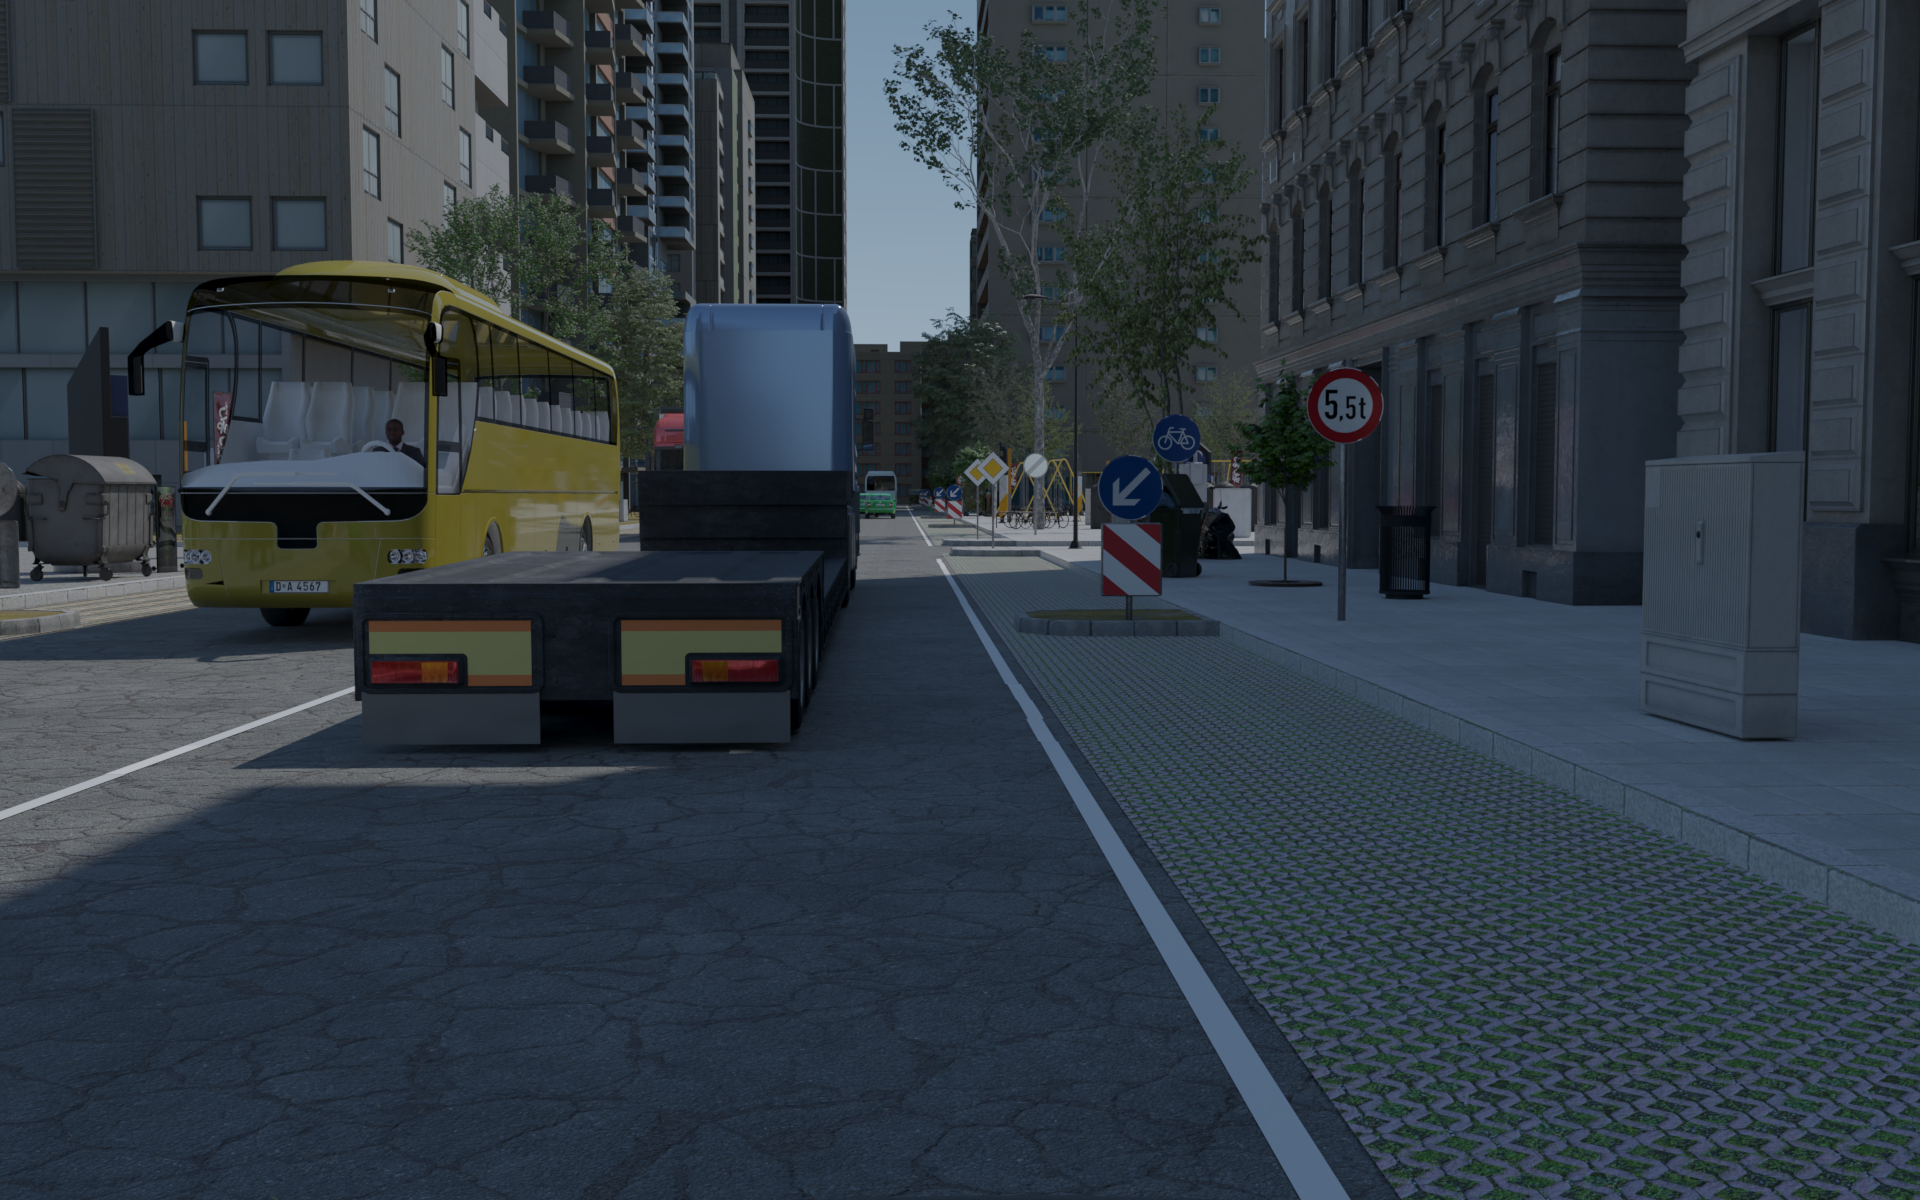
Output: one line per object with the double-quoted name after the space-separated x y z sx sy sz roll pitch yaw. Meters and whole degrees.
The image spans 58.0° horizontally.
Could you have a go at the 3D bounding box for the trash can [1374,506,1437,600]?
5.460 -0.587 21.245 0.748 1.137 0.748 0 3 0 "trash can"

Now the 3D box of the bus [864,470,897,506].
-6.685 -9.241 145.952 2.948 3.499 13.247 0 4 -3 "bus"

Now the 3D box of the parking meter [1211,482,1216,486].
12.195 -4.787 83.977 0.255 1.863 0.399 3 4 39 "parking meter"

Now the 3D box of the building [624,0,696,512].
-31.781 -50.421 137.053 22.319 86.520 31.000 0 4 -2 "building"

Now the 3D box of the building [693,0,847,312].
-24.816 -47.710 218.304 20.611 71.187 20.563 0 4 -2 "building"

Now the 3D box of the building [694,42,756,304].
-33.090 -34.257 183.797 21.600 48.544 21.300 0 4 -2 "building"

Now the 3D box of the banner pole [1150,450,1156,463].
11.613 -6.948 103.619 0.401 3.779 0.863 2 4 24 "banner pole"

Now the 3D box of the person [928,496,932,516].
-1.911 -5.985 110.595 0.306 1.304 0.590 1 4 15 "person"

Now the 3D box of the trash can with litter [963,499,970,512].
0.705 -6.892 124.066 1.055 1.170 0.624 0 4 3 "trash can with litter"

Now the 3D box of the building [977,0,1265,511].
12.477 -31.735 142.576 21.300 48.544 21.600 0 4 -2 "building"

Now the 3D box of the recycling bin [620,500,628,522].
-15.816 -4.134 80.147 0.722 1.027 0.722 0 4 4 "recycling bin"

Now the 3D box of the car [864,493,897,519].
-4.674 -5.670 101.494 1.959 1.807 4.718 0 4 -3 "car"

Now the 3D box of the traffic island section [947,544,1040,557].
0.797 -1.133 40.800 2.009 0.180 2.903 0 4 -2 "traffic island section"

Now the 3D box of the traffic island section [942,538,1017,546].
0.517 -1.621 48.780 2.009 0.180 2.903 0 4 -2 "traffic island section"

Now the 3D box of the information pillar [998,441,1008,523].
1.911 -5.180 76.044 0.183 3.616 0.504 -3 5 -41 "information pillar"

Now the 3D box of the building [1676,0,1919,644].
12.779 -11.018 9.029 11.050 23.489 19.941 0 4 -2 "building"

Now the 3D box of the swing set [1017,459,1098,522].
4.368 -4.911 77.923 2.862 2.851 3.119 0 4 -8 "swing set"

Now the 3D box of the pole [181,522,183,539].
-21.833 -3.358 48.740 0.158 3.312 0.155 0 3 0 "pole"

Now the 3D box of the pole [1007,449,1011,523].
2.208 -5.133 77.760 0.158 3.312 0.155 0 3 0 "pole"

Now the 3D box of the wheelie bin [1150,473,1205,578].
3.292 -1.149 26.700 0.693 1.594 0.980 3 5 44 "wheelie bin"

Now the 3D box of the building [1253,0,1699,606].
11.396 -10.957 28.302 9.793 20.994 18.267 0 4 -2 "building"

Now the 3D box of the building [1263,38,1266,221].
44.316 -41.549 221.317 28.212 58.520 21.231 0 4 -2 "building"

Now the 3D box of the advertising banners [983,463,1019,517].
2.298 -6.197 97.513 2.074 3.025 0.090 1 4 16 "advertising banners"

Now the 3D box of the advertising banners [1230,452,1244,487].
10.304 -4.472 69.300 2.074 3.025 0.090 1 4 12 "advertising banners"

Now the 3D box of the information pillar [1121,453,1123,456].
9.304 -6.642 99.949 0.183 3.616 0.504 -1 4 -21 "information pillar"

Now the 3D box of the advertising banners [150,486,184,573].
-12.767 -2.001 28.899 0.090 3.025 2.074 1 4 15 "advertising banners"

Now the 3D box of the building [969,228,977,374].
7.968 -25.574 189.839 14.160 30.474 14.107 0 4 -2 "building"

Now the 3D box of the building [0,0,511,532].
-34.040 -29.340 68.952 28.713 52.752 27.495 0 4 -2 "building"

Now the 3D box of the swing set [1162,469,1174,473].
14.086 -6.827 109.238 3.119 2.851 2.862 2 4 34 "swing set"

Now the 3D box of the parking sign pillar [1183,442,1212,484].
10.316 -5.315 75.378 1.447 3.967 1.447 -3 5 -41 "parking sign pillar"

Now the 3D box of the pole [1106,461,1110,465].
9.032 -6.852 105.873 0.158 3.312 0.155 0 3 0 "pole"

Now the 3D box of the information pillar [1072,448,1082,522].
5.479 -5.470 80.791 0.504 3.616 0.183 -3 5 -39 "information pillar"

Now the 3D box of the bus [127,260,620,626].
-6.512 -1.869 22.110 2.896 3.916 12.252 0 4 -3 "bus"

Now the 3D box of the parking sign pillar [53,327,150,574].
-14.179 -2.449 28.512 1.447 3.967 1.447 3 5 40 "parking sign pillar"

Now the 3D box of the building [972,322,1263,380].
15.555 -19.808 168.901 27.650 21.520 28.899 0 4 -2 "building"

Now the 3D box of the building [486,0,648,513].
-31.301 -27.572 105.427 22.147 44.769 28.867 0 4 -2 "building"

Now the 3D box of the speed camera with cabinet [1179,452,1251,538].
7.470 -3.446 50.685 2.038 3.252 0.660 -1 4 -12 "speed camera with cabinet"

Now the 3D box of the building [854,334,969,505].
0.314 -23.197 224.318 28.899 21.520 27.650 0 4 -2 "building"

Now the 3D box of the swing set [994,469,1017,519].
3.158 -5.265 83.704 2.862 2.851 3.119 0 4 -6 "swing set"

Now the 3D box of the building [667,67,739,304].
-28.234 -29.204 161.074 14.154 41.232 14.086 0 4 -2 "building"

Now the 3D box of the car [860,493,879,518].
-5.882 -5.987 106.678 1.959 1.807 4.718 0 4 -3 "car"

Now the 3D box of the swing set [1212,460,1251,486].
12.466 -5.066 80.443 3.119 2.851 2.862 1 4 21 "swing set"
